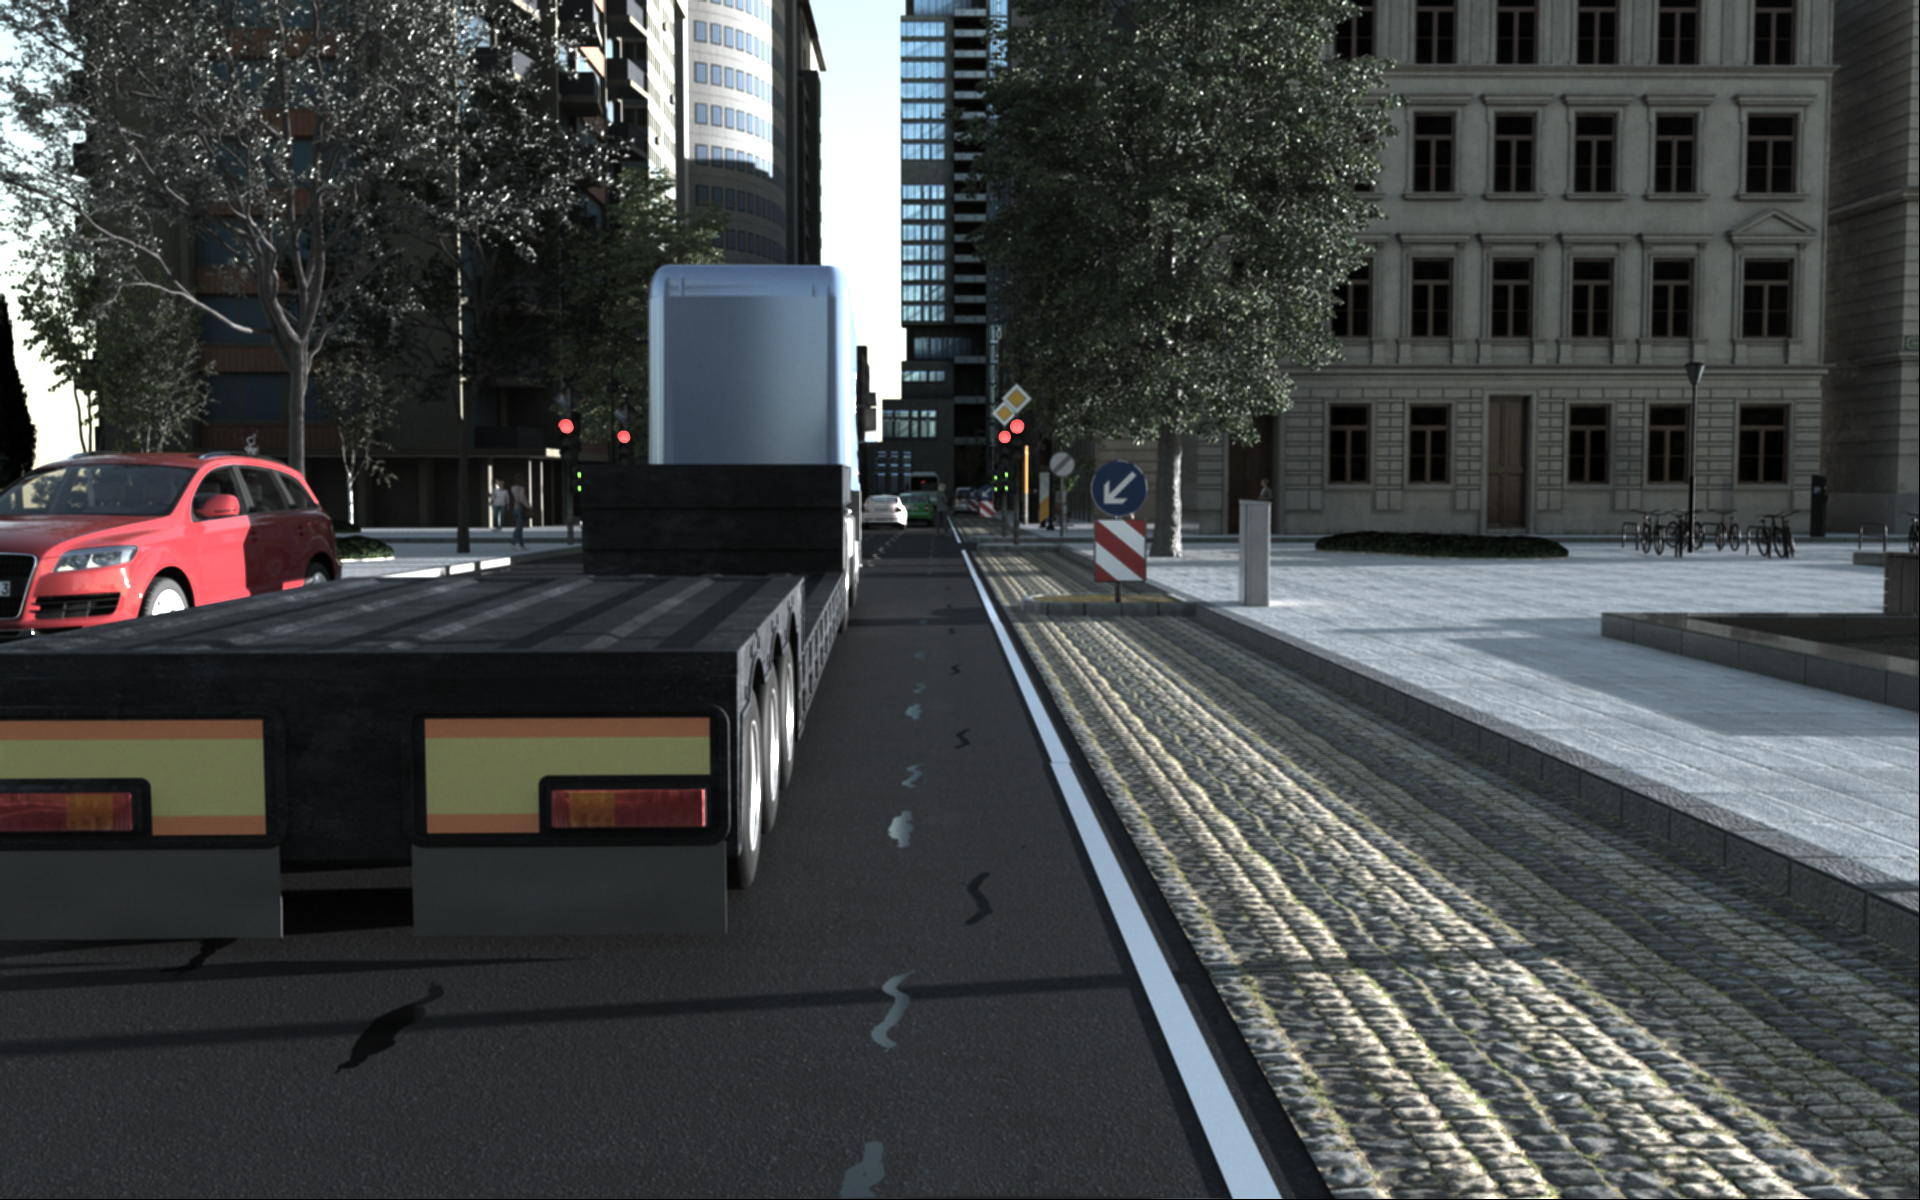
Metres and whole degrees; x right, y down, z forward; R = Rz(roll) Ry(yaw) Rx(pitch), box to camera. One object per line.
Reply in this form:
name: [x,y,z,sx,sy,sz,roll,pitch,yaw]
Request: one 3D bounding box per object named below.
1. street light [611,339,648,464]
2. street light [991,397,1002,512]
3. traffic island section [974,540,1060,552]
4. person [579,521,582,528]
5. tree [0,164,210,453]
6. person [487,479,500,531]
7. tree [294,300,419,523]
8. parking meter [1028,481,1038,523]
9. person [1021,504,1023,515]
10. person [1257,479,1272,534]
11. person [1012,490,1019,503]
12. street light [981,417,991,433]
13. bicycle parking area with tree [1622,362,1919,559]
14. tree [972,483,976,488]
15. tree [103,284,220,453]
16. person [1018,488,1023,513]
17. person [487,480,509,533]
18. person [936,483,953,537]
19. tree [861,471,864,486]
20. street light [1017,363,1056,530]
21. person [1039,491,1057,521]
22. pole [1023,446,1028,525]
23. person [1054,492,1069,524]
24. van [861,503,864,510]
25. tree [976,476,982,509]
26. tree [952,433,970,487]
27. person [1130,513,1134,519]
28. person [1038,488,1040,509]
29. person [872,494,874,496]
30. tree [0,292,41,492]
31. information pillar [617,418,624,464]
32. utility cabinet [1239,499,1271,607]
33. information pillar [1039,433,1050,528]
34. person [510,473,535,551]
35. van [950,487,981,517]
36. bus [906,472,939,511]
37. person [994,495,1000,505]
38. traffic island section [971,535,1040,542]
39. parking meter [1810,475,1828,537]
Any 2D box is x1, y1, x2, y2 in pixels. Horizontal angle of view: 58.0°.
street light: [-9.910,-4.867,52.113,1.470,5.913,1.316,0,4,-1]
street light: [2.347,-6.770,83.237,1.470,5.913,1.316,0,4,-1]
traffic island section: [1.454,-1.330,44.025,2.009,0.180,2.903,0,4,-1]
person: [-13.809,-3.589,64.561,0.661,1.843,0.795,3,4,36]
tree: [-19.613,-5.438,39.275,4.737,8.622,4.395,0,3,0]
person: [-16.188,-3.300,60.179,0.466,1.800,0.511,-1,4,-16]
tree: [-21.543,-6.786,61.307,4.360,8.622,3.978,0,3,0]
parking meter: [3.260,-4.353,76.888,0.399,1.863,0.255,-2,4,-29]
person: [3.748,-5.969,103.852,0.699,1.804,1.509,1,4,9]
person: [9.325,-2.851,53.203,0.362,1.759,0.519,-1,4,-20]
person: [2.849,-4.987,87.755,0.419,1.800,0.721,1,4,20]
street light: [2.158,-8.093,104.869,1.470,5.913,1.316,0,4,-1]
bicycle parking area with tree: [18.633,-3.089,37.507,8.231,4.147,9.016,2,4,25]
tree: [2.174,-9.632,152.076,1.663,3.219,1.824,0,3,0]
tree: [-28.543,-6.796,61.471,4.360,8.622,3.978,0,3,0]
person: [3.340,-5.350,93.361,0.795,1.843,0.661,2,4,31]
person: [-15.274,-3.091,57.251,0.731,1.740,0.598,-1,4,-13]
person: [-0.566,-3.043,58.432,0.526,1.800,0.537,-1,4,-23]
tree: [-12.567,-13.163,198.922,4.285,4.588,4.351,0,3,0]
street light: [2.692,-5.448,61.608,1.470,5.913,1.316,0,4,-1]
person: [4.191,-4.634,81.923,0.853,1.813,0.709,1,4,13]
pole: [2.755,-4.839,72.958,0.158,3.312,0.155,0,3,0]
person: [4.305,-4.213,75.038,0.853,1.813,0.709,-2,4,-32]
van: [-3.157,-1.930,38.561,2.013,2.044,4.112,0,4,-2]
tree: [2.781,-9.266,146.094,1.663,3.219,1.824,0,3,0]
tree: [1.278,-15.422,202.507,4.737,8.622,4.395,0,3,0]
person: [6.735,-3.719,67.852,0.522,1.701,0.512,-1,4,-23]
person: [3.945,-4.982,87.744,0.529,1.795,0.600,2,4,31]
person: [-8.302,-9.107,160.588,0.799,1.438,0.628,-3,5,-43]
tree: [-65.375,-13.119,116.313,13.155,14.587,18.604,0,4,-3]
information pillar: [-10.415,-3.790,53.327,0.183,3.616,0.504,1,4,14]
utility cabinet: [3.440,-0.554,20.214,0.306,1.237,1.020,0,4,5]
information pillar: [3.233,-4.539,65.567,0.504,3.616,0.183,0,4,2]
person: [-10.016,-1.999,39.313,0.643,1.750,0.593,-3,5,-44]
van: [0.362,-6.259,109.349,2.013,2.044,4.112,0,4,-1]
bus: [-3.239,-9.641,152.496,2.948,3.499,13.247,0,4,-2]
person: [3.637,-10.465,180.412,1.065,1.426,0.557,0,4,3]
traffic island section: [1.351,-1.818,52.009,2.009,0.180,2.903,0,4,-1]
parking meter: [25.595,-2.807,51.600,0.255,1.863,0.399,-3,5,-41]
